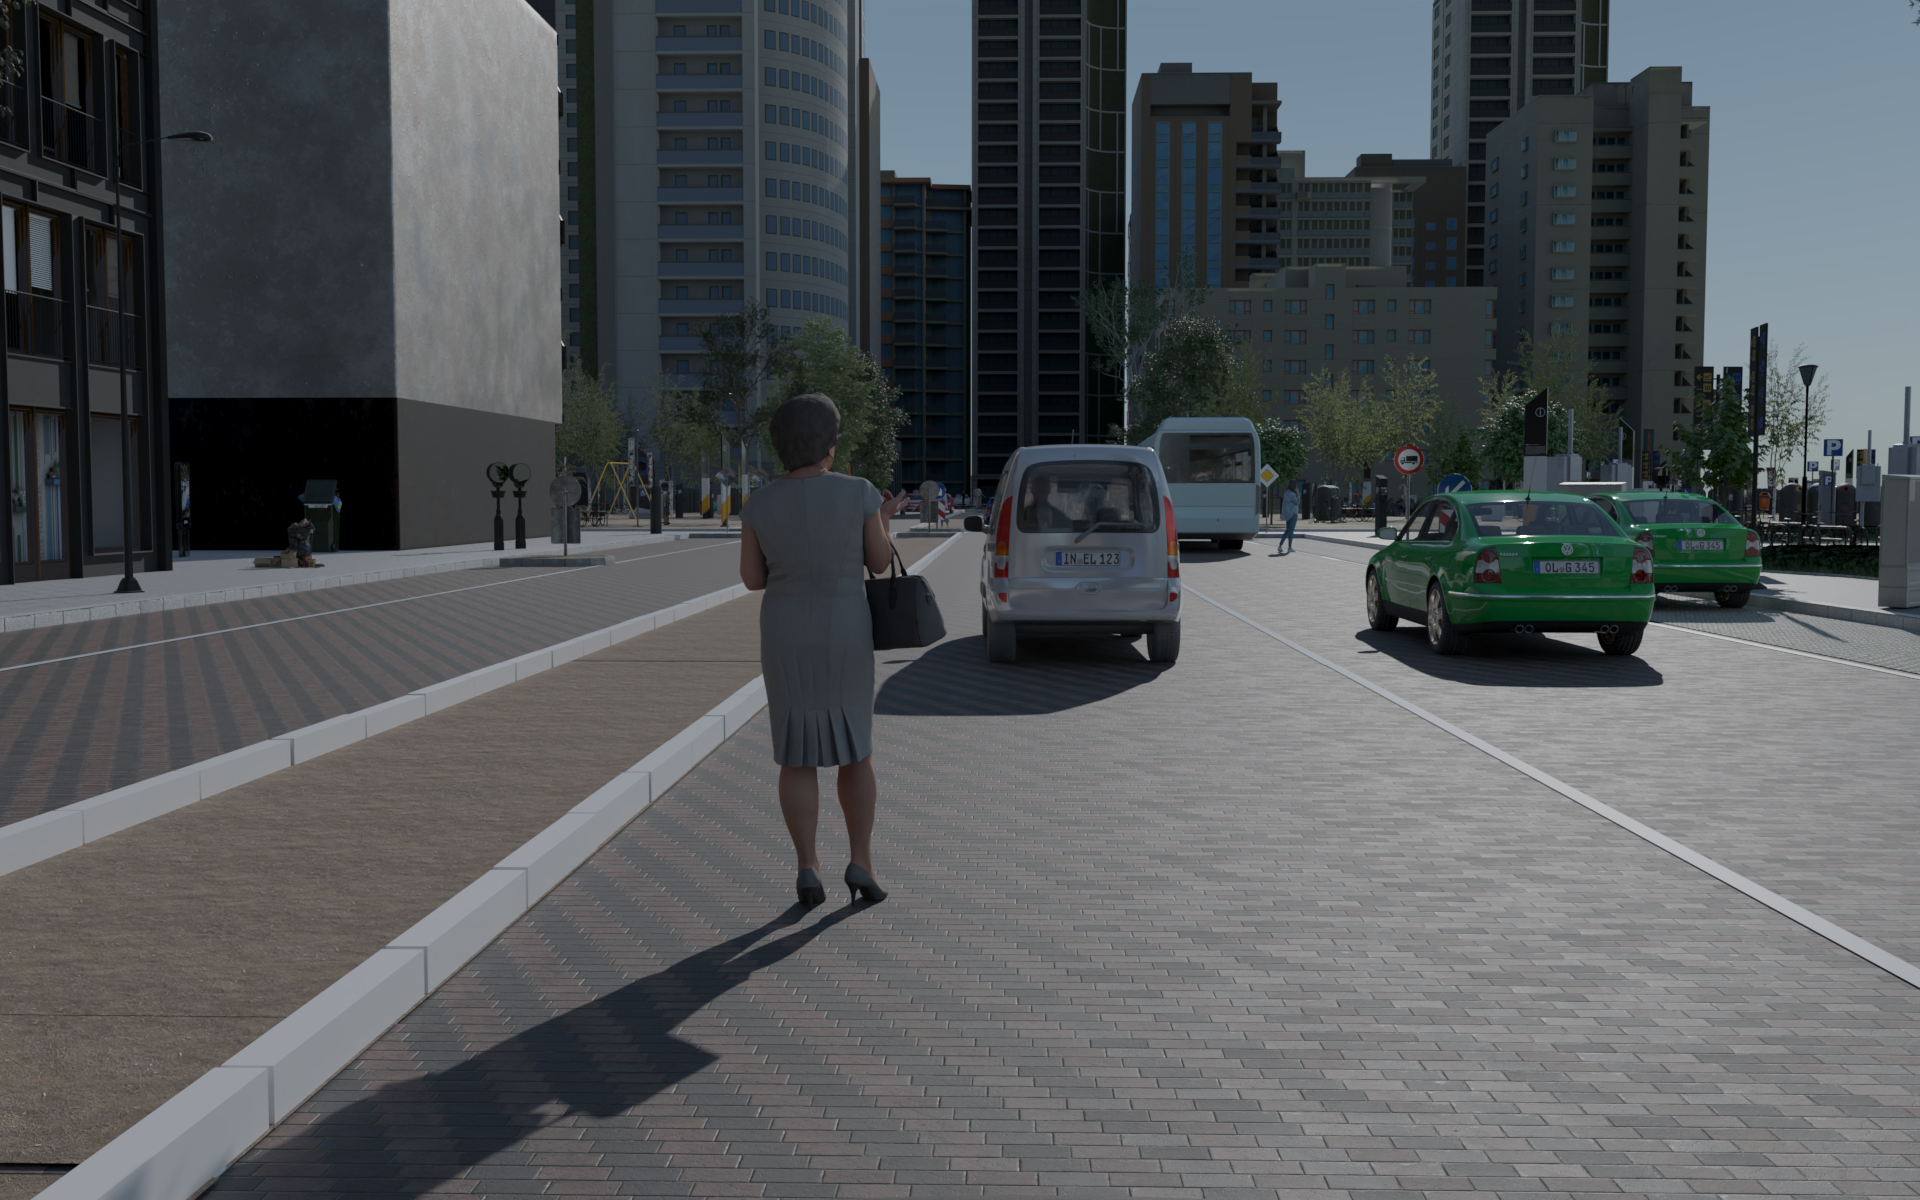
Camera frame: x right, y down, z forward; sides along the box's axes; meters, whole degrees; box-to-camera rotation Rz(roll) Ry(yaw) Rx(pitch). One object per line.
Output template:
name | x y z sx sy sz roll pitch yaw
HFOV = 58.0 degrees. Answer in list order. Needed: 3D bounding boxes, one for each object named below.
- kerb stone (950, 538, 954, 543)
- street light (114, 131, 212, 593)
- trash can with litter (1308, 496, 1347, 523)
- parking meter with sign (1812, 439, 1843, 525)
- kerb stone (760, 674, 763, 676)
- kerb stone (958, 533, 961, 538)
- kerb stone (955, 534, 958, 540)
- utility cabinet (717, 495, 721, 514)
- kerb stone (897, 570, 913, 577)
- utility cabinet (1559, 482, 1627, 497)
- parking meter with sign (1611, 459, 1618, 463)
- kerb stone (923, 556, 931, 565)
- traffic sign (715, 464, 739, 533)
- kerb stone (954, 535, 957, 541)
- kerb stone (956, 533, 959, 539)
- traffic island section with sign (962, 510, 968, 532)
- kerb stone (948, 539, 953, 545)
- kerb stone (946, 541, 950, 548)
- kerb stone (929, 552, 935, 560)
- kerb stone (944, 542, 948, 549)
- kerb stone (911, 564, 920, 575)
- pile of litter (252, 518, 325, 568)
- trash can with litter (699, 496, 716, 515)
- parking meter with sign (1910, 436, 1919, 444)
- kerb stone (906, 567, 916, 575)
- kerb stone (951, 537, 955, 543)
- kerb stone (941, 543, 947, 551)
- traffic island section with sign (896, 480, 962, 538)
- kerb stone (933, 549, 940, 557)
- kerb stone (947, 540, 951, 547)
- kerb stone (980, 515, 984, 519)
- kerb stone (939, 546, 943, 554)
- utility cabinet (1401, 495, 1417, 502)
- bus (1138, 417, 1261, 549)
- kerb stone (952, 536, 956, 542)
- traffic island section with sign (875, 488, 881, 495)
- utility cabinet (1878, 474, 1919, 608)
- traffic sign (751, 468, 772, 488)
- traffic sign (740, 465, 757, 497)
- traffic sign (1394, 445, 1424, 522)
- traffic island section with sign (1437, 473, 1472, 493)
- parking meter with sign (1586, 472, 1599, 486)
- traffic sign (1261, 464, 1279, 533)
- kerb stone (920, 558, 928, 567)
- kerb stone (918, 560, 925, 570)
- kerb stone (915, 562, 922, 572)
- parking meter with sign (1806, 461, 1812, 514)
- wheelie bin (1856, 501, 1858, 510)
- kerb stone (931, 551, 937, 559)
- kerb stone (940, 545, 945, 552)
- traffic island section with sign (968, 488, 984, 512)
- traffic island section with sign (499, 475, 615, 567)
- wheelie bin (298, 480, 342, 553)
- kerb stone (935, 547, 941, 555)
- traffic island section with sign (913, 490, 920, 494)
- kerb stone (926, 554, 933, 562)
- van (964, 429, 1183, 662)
kerb stone | -0.312 -1.543 47.444 0.120 0.150 1.000 0 4 2
street light | -10.272 -3.046 22.342 1.470 5.913 1.316 0 4 2
trash can with litter | 16.216 -4.005 76.539 2.233 1.210 1.678 -2 4 -24
parking meter with sign | 27.864 -3.629 55.598 0.543 3.016 1.738 1 4 18
kerb stone | -1.346 0.591 12.604 0.120 0.150 1.000 0 4 2
kerb stone | -0.127 -1.915 53.580 0.120 0.150 1.000 0 4 2
kerb stone | -0.199 -1.795 51.538 0.120 0.150 1.000 0 4 2
utility cabinet | -14.773 -5.988 109.073 1.020 1.237 0.306 1 4 15
kerb stone | -0.892 -0.352 27.967 0.120 0.150 1.000 0 4 2
utility cabinet | 11.965 -1.476 32.814 1.173 1.500 0.318 3 4 39
parking meter with sign | 32.217 -5.422 84.908 0.543 3.016 1.738 1 4 19
kerb stone | -0.711 -0.729 34.123 0.120 0.150 1.000 0 4 2
traffic sign | -7.738 -3.297 57.553 0.795 2.450 0.064 0 4 2
kerb stone | -0.225 -1.732 50.516 0.120 0.150 1.000 0 4 2
kerb stone | -0.167 -1.856 52.559 0.120 0.150 1.000 0 4 2
traffic island section with sign | -0.828 -3.481 65.055 2.006 1.907 1.989 0 4 2
kerb stone | -0.344 -1.476 46.423 0.120 0.150 1.000 0 4 2
kerb stone | -0.405 -1.355 44.375 0.120 0.150 1.000 0 4 2
kerb stone | -0.654 -0.855 36.169 0.120 0.150 1.000 0 4 2
kerb stone | -0.435 -1.294 43.345 0.120 0.150 1.000 0 4 2
kerb stone | -0.832 -0.478 30.017 0.120 0.150 1.000 0 4 2
pile of litter | -11.825 -1.009 30.462 1.176 0.858 1.719 -2 4 -26
trash can with litter | -15.190 -5.680 104.249 1.055 1.170 0.624 0 4 7
parking meter with sign | 28.466 -3.370 51.363 0.543 3.016 1.738 2 4 25
kerb stone | -0.864 -0.415 28.988 0.120 0.150 1.000 0 4 2
kerb stone | -0.291 -1.607 48.466 0.120 0.150 1.000 0 4 2
kerb stone | -0.467 -1.231 42.324 0.120 0.150 1.000 0 4 2
traffic island section with sign | -1.057 -3.028 57.651 2.006 1.907 1.989 0 4 2
kerb stone | -0.586 -0.980 38.222 0.120 0.150 1.000 0 4 2
kerb stone | -0.375 -1.414 45.398 0.120 0.150 1.000 0 4 2
kerb stone | 1.500 -5.275 108.459 0.120 0.150 1.000 0 4 2
kerb stone | -0.525 -1.106 40.274 0.120 0.150 1.000 0 4 2
utility cabinet | 30.884 -6.606 119.165 1.020 1.237 0.306 0 4 3
bus | 6.326 -3.260 48.154 2.948 3.499 13.247 0 4 4
kerb stone | -0.261 -1.670 49.492 0.120 0.150 1.000 0 4 2
traffic island section with sign | -5.657 -6.669 117.661 1.989 1.847 2.006 0 4 2
utility cabinet | 10.824 -0.672 19.673 1.173 1.500 0.318 -3 5 -44
traffic sign | -7.502 -3.785 65.535 0.795 2.450 0.064 0 4 2
traffic sign | -9.233 -4.623 75.689 0.768 2.556 0.104 0 4 6
traffic sign | 11.660 -2.748 45.043 0.768 2.556 0.104 1 4 9
traffic island section with sign | 9.449 -1.561 34.158 1.989 1.847 2.006 0 4 2
parking meter with sign | 50.144 -8.567 136.332 0.543 3.016 1.738 -3 4 -36
traffic sign | 10.097 -3.264 57.006 0.795 2.450 0.064 0 4 2
kerb stone | -0.744 -0.666 33.090 0.120 0.150 1.000 0 4 2
kerb stone | -0.776 -0.603 32.061 0.120 0.150 1.000 0 4 2
kerb stone | -0.803 -0.541 31.038 0.120 0.150 1.000 0 4 2
parking meter with sign | 43.615 -5.599 87.797 0.543 3.016 1.738 -2 4 -24
wheelie bin | 56.680 -6.248 110.056 0.980 1.594 0.693 0 4 -6
kerb stone | -0.625 -0.912 37.195 0.120 0.150 1.000 0 4 2
kerb stone | -0.505 -1.168 41.297 0.120 0.150 1.000 0 4 2
traffic island section with sign | 1.390 -8.075 140.161 2.006 1.907 1.989 0 4 2
traffic island section with sign | -8.100 -1.624 35.173 1.989 1.847 2.006 0 4 2
wheelie bin | -14.073 -1.851 38.172 0.980 1.594 0.693 0 4 -3
kerb stone | -0.563 -1.043 39.244 0.120 0.150 1.000 0 4 2
traffic island section with sign | -4.177 -9.705 167.302 1.989 1.847 2.006 0 4 2
kerb stone | -0.683 -0.791 35.147 0.120 0.150 1.000 0 4 2
van | 1.043 -0.559 16.153 2.013 2.044 4.112 0 4 0
